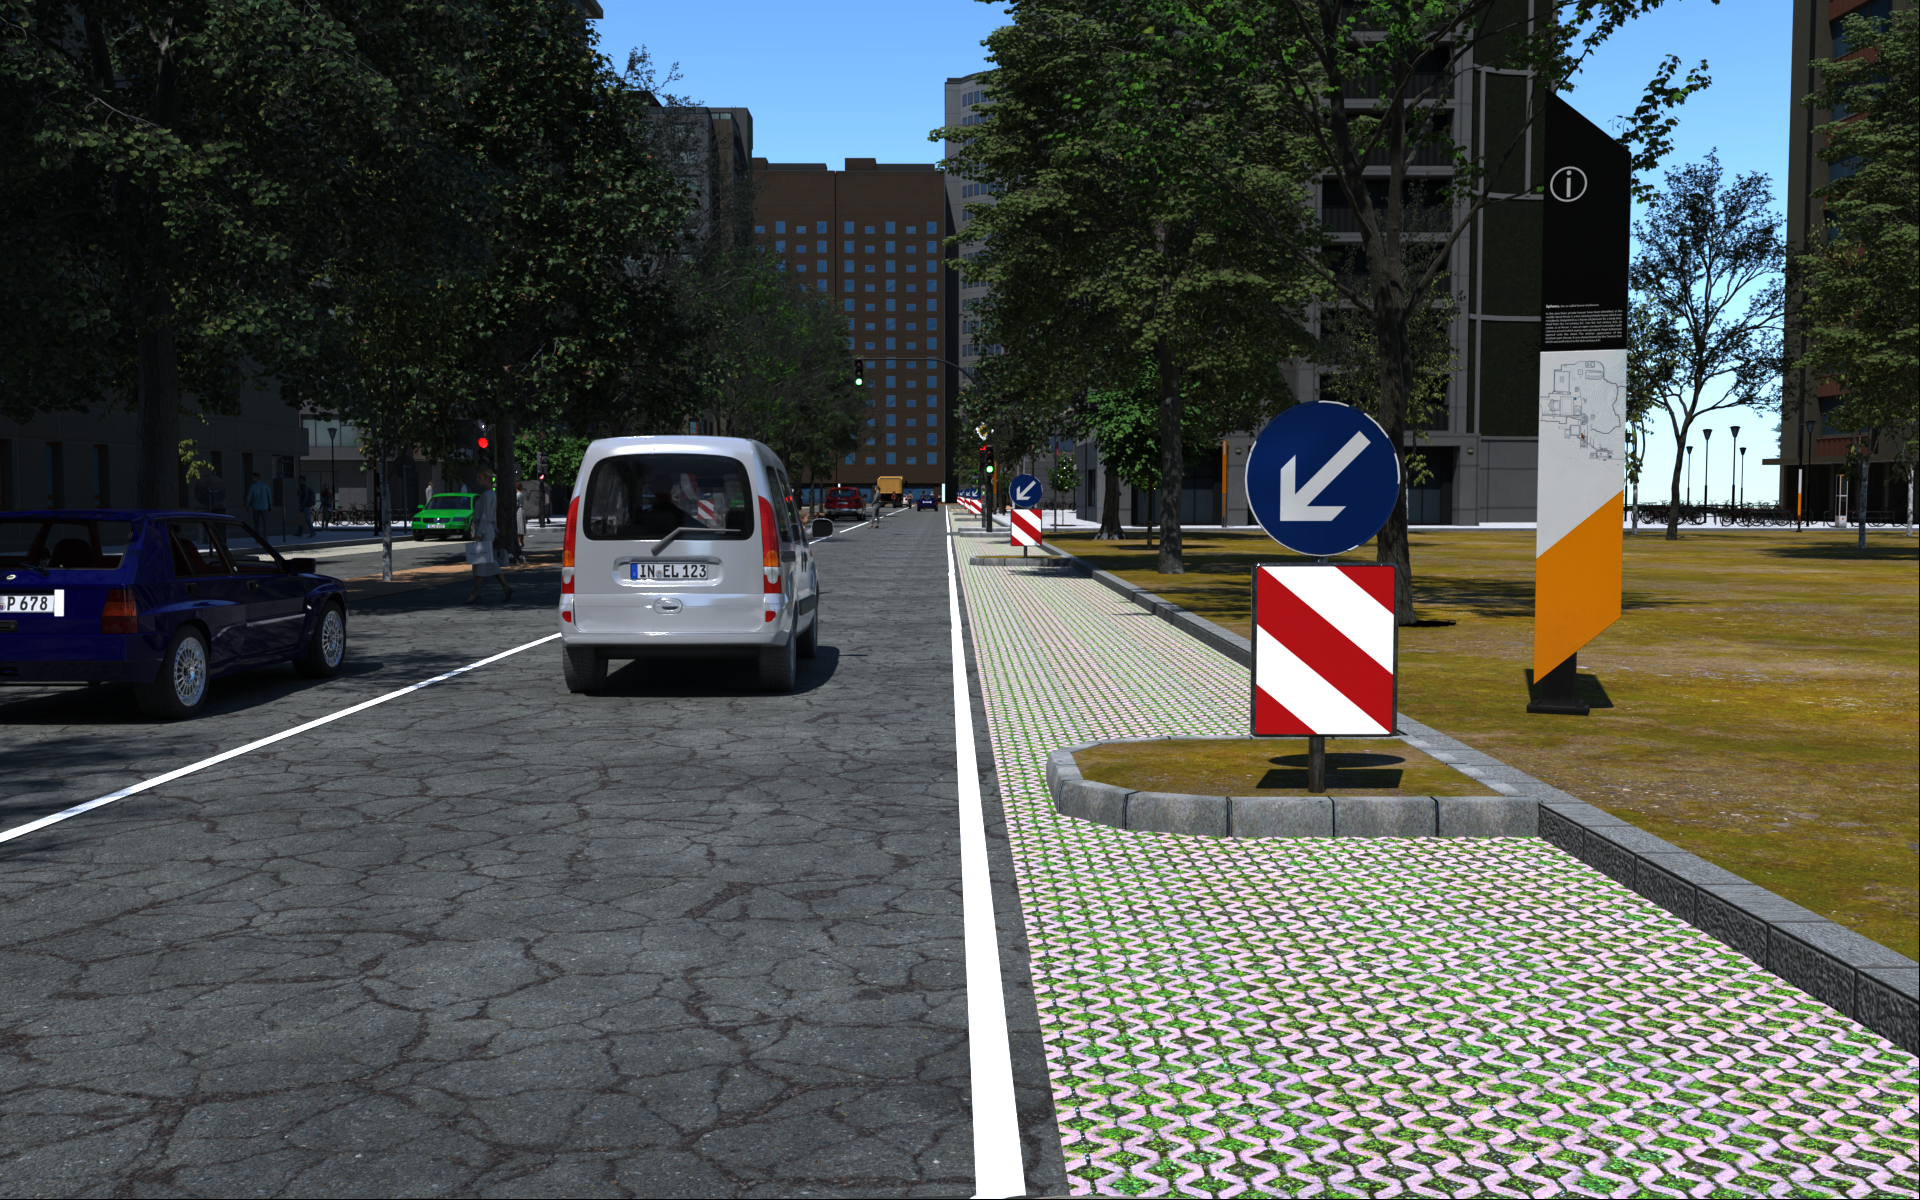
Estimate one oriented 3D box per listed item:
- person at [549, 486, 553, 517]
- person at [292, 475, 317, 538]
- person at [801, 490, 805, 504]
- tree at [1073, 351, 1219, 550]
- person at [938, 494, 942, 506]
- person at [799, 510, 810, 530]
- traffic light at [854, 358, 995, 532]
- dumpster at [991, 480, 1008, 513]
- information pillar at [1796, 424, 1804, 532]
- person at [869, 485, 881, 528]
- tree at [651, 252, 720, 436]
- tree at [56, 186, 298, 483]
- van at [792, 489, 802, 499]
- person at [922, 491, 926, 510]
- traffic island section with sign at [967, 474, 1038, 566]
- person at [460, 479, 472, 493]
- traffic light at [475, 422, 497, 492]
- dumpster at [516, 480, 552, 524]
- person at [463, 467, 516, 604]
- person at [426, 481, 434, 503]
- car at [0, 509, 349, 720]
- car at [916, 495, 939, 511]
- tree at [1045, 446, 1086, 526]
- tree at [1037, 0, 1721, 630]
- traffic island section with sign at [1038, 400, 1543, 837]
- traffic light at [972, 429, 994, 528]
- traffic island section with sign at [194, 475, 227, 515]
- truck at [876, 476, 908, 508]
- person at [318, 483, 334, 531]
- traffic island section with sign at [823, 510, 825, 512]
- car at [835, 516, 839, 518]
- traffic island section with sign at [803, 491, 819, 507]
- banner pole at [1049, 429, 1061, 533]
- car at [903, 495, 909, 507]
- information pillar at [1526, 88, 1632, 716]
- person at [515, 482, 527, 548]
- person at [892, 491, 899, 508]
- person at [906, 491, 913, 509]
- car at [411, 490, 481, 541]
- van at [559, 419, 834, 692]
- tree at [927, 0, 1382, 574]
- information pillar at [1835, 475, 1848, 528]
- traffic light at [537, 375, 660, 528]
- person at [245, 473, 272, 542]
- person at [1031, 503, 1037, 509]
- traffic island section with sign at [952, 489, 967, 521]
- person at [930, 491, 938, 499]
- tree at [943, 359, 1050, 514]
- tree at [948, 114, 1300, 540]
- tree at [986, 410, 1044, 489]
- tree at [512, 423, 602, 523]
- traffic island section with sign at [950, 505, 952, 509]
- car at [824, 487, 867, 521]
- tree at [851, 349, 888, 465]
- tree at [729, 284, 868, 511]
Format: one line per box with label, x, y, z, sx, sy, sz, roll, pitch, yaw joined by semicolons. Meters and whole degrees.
person;-23.364;-5.631;98.664;0.362;1.759;0.519;0;4;-7
person;-19.109;-2.715;50.421;0.713;1.824;0.794;-1;4;-13
person;-19.872;-12.812;216.243;1.217;1.743;0.721;-2;4;-34
tree;4.319;-3.450;40.120;4.285;4.588;4.351;0;3;0
person;-2.537;-12.523;216.440;0.628;1.438;0.799;-3;5;-44
person;-2.284;-0.664;24.370;0.382;1.210;0.505;0;4;-2
traffic light;-1.135;-5.085;57.811;4.771;5.953;1.251;0;4;0
dumpster;2.599;-7.206;120.316;1.502;2.255;1.985;0;4;0
information pillar;28.176;-4.080;58.064;0.183;3.616;0.504;2;4;27
person;-3.585;-3.879;72.199;0.573;1.790;0.520;0;4;-2
tree;-9.759;-8.703;70.505;9.928;11.665;9.643;0;3;0
tree;-18.145;-5.401;38.670;4.737;8.622;4.395;0;3;0
van;-13.522;-8.006;137.907;2.013;2.044;4.112;0;4;-2
person;-3.238;-9.159;158.967;0.721;1.735;1.217;1;4;16
traffic island section with sign;1.192;-1.618;35.078;1.989;1.847;2.006;0;4;0
person;-18.538;-3.597;64.957;0.850;1.850;0.679;0;4;6
traffic light;-15.804;-4.214;57.814;0.839;4.253;0.868;0;4;0
dumpster;-18.208;-4.162;73.800;1.264;1.857;1.865;0;4;-1
person;-6.175;-0.846;22.687;0.624;1.780;0.694;0;4;4
person;-22.031;-4.030;72.052;0.853;1.813;0.709;-3;4;-37
car;-5.755;0.014;12.352;1.945;1.354;3.894;0;4;0
car;-2.711;-8.094;144.919;1.945;1.354;3.894;0;3;0
tree;4.252;-4.570;69.322;1.663;3.219;1.824;0;3;0
tree;4.186;-5.567;16.783;9.928;11.665;9.643;0;3;0
traffic island section with sign;1.425;0.031;8.124;1.989;1.847;2.006;0;4;0
traffic light;0.889;-4.712;65.954;0.839;4.253;0.868;0;4;0
traffic island section with sign;-15.327;-1.610;34.950;1.989;1.847;2.006;0;4;0
truck;-7.518;-11.756;188.140;3.469;3.379;9.791;0;4;0
person;-23.095;-3.342;63.121;0.573;1.828;0.580;-2;4;-24
traffic island section with sign;-10.189;-8.113;140.778;2.006;1.907;1.989;0;4;0
car;-6.640;-5.715;102.244;1.959;1.807;4.718;0;4;1
traffic island section with sign;-16.672;-11.424;195.415;1.989;1.847;2.006;0;4;0
banner pole;3.175;-4.098;57.027;0.401;3.779;0.863;0;4;-5
car;-6.798;-11.467;199.839;2.083;1.381;4.827;0;3;0
information pillar;3.586;-1.142;10.022;0.504;3.616;0.183;1;4;23
person;-11.640;-2.224;45.426;0.524;1.755;0.480;1;4;13
person;-6.508;-10.080;174.025;0.721;1.743;1.217;2;4;33
person;-4.871;-9.606;166.269;0.721;1.736;1.217;-2;4;-34
car;-15.652;-2.747;53.704;1.959;1.807;4.718;0;4;-2
van;-2.052;-0.422;13.905;2.013;2.044;4.112;0;4;-1
tree;3.071;-6.681;27.363;7.486;12.596;7.792;0;3;0
information pillar;33.466;-3.746;65.747;0.304;2.012;0.304;0;3;0
traffic light;-13.780;-5.577;65.851;4.771;5.953;1.251;0;4;0
person;-18.207;-2.389;44.964;0.638;1.841;0.748;-1;4;-20
person;3.889;-5.078;89.812;0.466;1.731;0.760;3;4;38
traffic island section with sign;0.713;-5.053;91.236;1.989;1.847;2.006;0;4;0
person;-3.159;-11.779;201.820;1.217;1.736;0.721;-2;4;-32
tree;2.337;-10.877;112.256;7.601;10.594;8.767;0;4;4
tree;4.391;-8.060;48.793;9.611;12.733;9.660;0;3;0
tree;3.287;-9.155;100.051;4.360;8.622;3.978;0;3;0
tree;-18.757;-5.710;77.071;4.285;4.588;4.351;0;3;0
traffic island section with sign;0.496;-6.752;119.019;1.989;1.847;2.006;0;4;0
car;-6.188;-5.203;93.742;2.281;1.827;5.304;0;4;0
tree;-9.748;-10.417;83.139;12.009;13.543;11.850;0;3;0
tree;-9.976;-12.013;105.524;9.857;13.997;8.962;0;3;0
